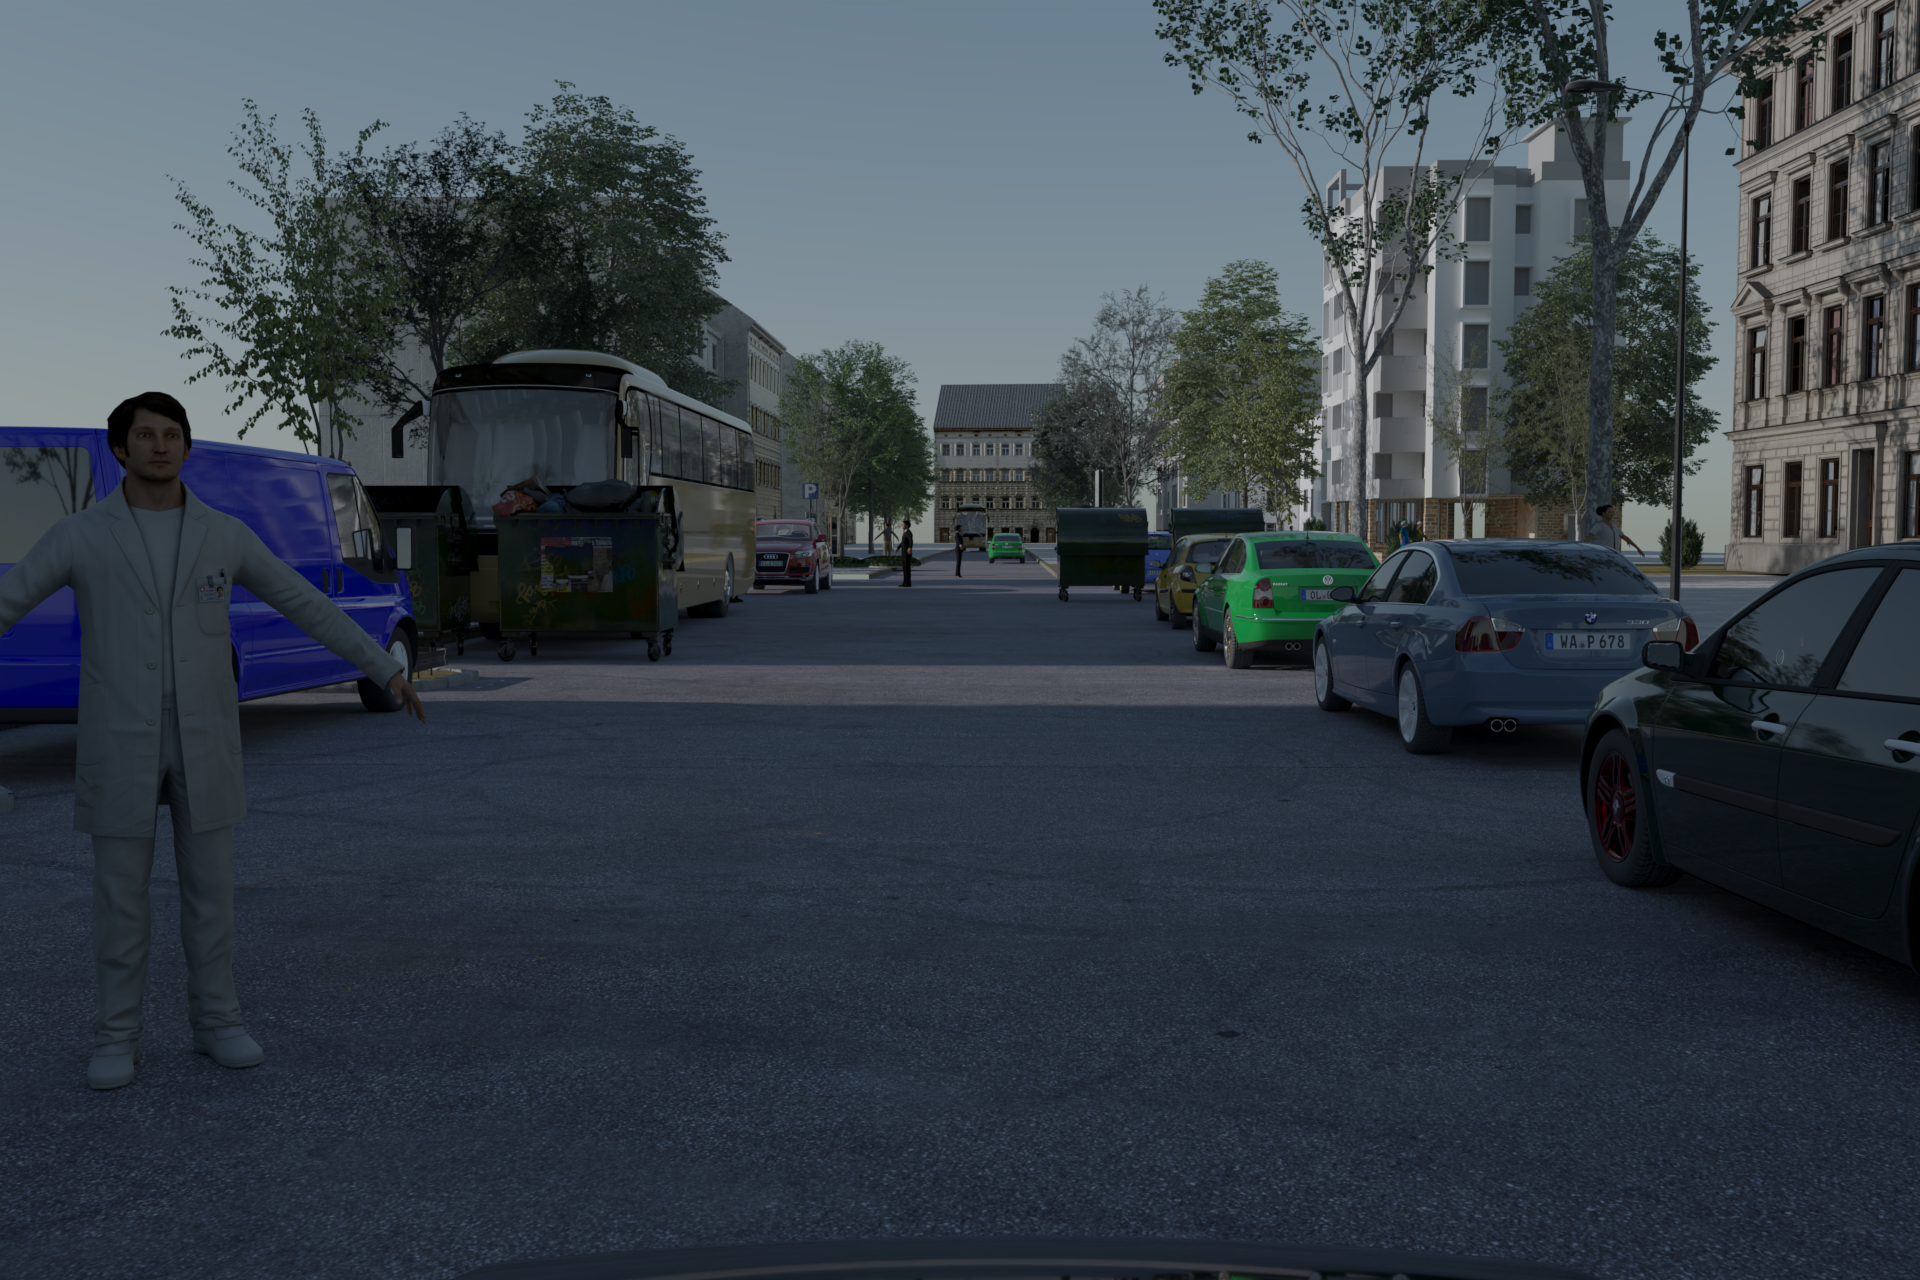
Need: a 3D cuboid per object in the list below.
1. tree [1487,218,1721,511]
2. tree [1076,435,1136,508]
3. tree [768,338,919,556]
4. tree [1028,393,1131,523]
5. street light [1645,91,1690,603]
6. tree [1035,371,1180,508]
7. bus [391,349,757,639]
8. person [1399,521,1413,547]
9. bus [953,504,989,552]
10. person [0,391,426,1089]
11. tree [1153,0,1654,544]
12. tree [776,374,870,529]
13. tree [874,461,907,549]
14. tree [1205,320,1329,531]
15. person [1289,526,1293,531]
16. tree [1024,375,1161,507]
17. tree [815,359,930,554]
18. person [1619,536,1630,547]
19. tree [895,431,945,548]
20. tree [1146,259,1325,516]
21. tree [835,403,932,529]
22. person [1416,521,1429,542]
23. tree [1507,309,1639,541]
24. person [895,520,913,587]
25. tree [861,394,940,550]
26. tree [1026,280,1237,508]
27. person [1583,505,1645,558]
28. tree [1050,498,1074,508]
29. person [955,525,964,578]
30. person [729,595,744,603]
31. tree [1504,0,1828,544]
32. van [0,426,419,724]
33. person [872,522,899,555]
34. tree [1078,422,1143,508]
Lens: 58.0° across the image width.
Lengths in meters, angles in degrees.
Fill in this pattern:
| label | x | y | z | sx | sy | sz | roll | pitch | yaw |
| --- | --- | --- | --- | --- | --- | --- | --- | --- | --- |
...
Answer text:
| label | x | y | z | sx | sy | sz | roll | pitch | yaw |
| --- | --- | --- | --- | --- | --- | --- | --- | --- | --- |
| tree | 26.581 | -10.066 | 71.236 | 9.857 | 13.997 | 8.962 | 0 | 3 | 0 |
| tree | 9.345 | -10.290 | 118.600 | 4.360 | 8.622 | 3.978 | 0 | 3 | 0 |
| tree | -6.072 | -10.091 | 90.747 | 9.928 | 11.665 | 9.643 | 0 | 3 | 0 |
| tree | 10.348 | -14.824 | 149.024 | 9.857 | 13.997 | 8.962 | 0 | 3 | 0 |
| street light | 7.971 | -2.770 | 17.835 | 1.470 | 5.913 | 1.316 | 0 | 4 | 1 |
| tree | 8.676 | -10.007 | 98.031 | 8.767 | 10.594 | 7.601 | -1 | 4 | -18 |
| bus | -5.251 | -2.158 | 26.836 | 2.896 | 3.916 | 12.252 | 0 | 4 | 1 |
| person | 17.676 | -3.833 | 68.790 | 0.704 | 1.817 | 1.347 | 2 | 4 | 31 |
| bus | 1.007 | -9.313 | 143.820 | 2.896 | 3.916 | 12.252 | 0 | 4 | 1 |
| person | -2.127 | 0.246 | 4.619 | 1.347 | 1.806 | 0.705 | -2 | 4 | -34 |
| tree | 11.834 | -11.538 | 44.530 | 12.611 | 20.169 | 13.585 | 0 | 3 | 0 |
| tree | -6.816 | -7.921 | 79.879 | 4.360 | 8.622 | 3.978 | 0 | 3 | 0 |
| tree | -5.706 | -12.030 | 147.045 | 4.737 | 8.622 | 4.395 | 0 | 3 | 0 |
| tree | 10.653 | -6.629 | 58.739 | 4.737 | 8.622 | 4.395 | 0 | 3 | 0 |
| person | 18.084 | -5.357 | 94.300 | 1.216 | 1.740 | 0.721 | -1 | 4 | -17 |
| tree | 9.952 | -13.457 | 130.394 | 12.009 | 13.543 | 11.850 | 0 | 3 | 0 |
| tree | -5.734 | -11.849 | 111.854 | 7.486 | 12.596 | 7.792 | 0 | 3 | 0 |
| person | 18.604 | -2.675 | 49.910 | 1.345 | 1.807 | 0.704 | 1 | 4 | 17 |
| tree | -4.886 | -14.360 | 160.549 | 9.928 | 11.665 | 9.643 | 0 | 3 | 0 |
| tree | 11.513 | -9.429 | 72.296 | 7.486 | 12.596 | 7.792 | 0 | 3 | 0 |
| tree | -5.611 | -12.403 | 128.549 | 9.928 | 11.665 | 9.643 | 0 | 3 | 0 |
| person | 20.029 | -4.245 | 75.379 | 0.705 | 1.833 | 1.349 | 3 | 5 | 42 |
| tree | 20.271 | -6.478 | 56.279 | 4.360 | 8.622 | 3.978 | 0 | 3 | 0 |
| person | -1.473 | -2.335 | 46.821 | 0.705 | 1.806 | 1.347 | -1 | 4 | -18 |
| tree | -5.444 | -13.456 | 138.131 | 7.486 | 12.596 | 7.792 | 0 | 3 | 0 |
| tree | 8.346 | -10.662 | 84.694 | 12.009 | 13.543 | 11.850 | 0 | 3 | 0 |
| person | 10.046 | -1.221 | 26.729 | 1.217 | 1.739 | 0.721 | -1 | 4 | -20 |
| tree | 10.142 | -12.742 | 158.695 | 4.737 | 8.622 | 4.395 | 0 | 3 | 0 |
| person | 0.041 | -2.931 | 57.104 | 0.721 | 1.740 | 1.216 | 0 | 4 | -1 |
| person | -4.730 | -1.710 | 36.197 | 0.705 | 1.856 | 1.354 | 1 | 4 | 17 |
| tree | 11.086 | -10.394 | 25.829 | 12.611 | 20.169 | 13.585 | 0 | 3 | 0 |
| van | -5.494 | -0.481 | 12.242 | 2.240 | 2.365 | 5.245 | 0 | 4 | 1 |
| person | -3.185 | -4.226 | 75.369 | 1.348 | 1.796 | 0.705 | -2 | 4 | -32 |
| tree | 8.895 | -9.597 | 107.271 | 4.360 | 8.622 | 3.978 | 0 | 3 | 0 |
